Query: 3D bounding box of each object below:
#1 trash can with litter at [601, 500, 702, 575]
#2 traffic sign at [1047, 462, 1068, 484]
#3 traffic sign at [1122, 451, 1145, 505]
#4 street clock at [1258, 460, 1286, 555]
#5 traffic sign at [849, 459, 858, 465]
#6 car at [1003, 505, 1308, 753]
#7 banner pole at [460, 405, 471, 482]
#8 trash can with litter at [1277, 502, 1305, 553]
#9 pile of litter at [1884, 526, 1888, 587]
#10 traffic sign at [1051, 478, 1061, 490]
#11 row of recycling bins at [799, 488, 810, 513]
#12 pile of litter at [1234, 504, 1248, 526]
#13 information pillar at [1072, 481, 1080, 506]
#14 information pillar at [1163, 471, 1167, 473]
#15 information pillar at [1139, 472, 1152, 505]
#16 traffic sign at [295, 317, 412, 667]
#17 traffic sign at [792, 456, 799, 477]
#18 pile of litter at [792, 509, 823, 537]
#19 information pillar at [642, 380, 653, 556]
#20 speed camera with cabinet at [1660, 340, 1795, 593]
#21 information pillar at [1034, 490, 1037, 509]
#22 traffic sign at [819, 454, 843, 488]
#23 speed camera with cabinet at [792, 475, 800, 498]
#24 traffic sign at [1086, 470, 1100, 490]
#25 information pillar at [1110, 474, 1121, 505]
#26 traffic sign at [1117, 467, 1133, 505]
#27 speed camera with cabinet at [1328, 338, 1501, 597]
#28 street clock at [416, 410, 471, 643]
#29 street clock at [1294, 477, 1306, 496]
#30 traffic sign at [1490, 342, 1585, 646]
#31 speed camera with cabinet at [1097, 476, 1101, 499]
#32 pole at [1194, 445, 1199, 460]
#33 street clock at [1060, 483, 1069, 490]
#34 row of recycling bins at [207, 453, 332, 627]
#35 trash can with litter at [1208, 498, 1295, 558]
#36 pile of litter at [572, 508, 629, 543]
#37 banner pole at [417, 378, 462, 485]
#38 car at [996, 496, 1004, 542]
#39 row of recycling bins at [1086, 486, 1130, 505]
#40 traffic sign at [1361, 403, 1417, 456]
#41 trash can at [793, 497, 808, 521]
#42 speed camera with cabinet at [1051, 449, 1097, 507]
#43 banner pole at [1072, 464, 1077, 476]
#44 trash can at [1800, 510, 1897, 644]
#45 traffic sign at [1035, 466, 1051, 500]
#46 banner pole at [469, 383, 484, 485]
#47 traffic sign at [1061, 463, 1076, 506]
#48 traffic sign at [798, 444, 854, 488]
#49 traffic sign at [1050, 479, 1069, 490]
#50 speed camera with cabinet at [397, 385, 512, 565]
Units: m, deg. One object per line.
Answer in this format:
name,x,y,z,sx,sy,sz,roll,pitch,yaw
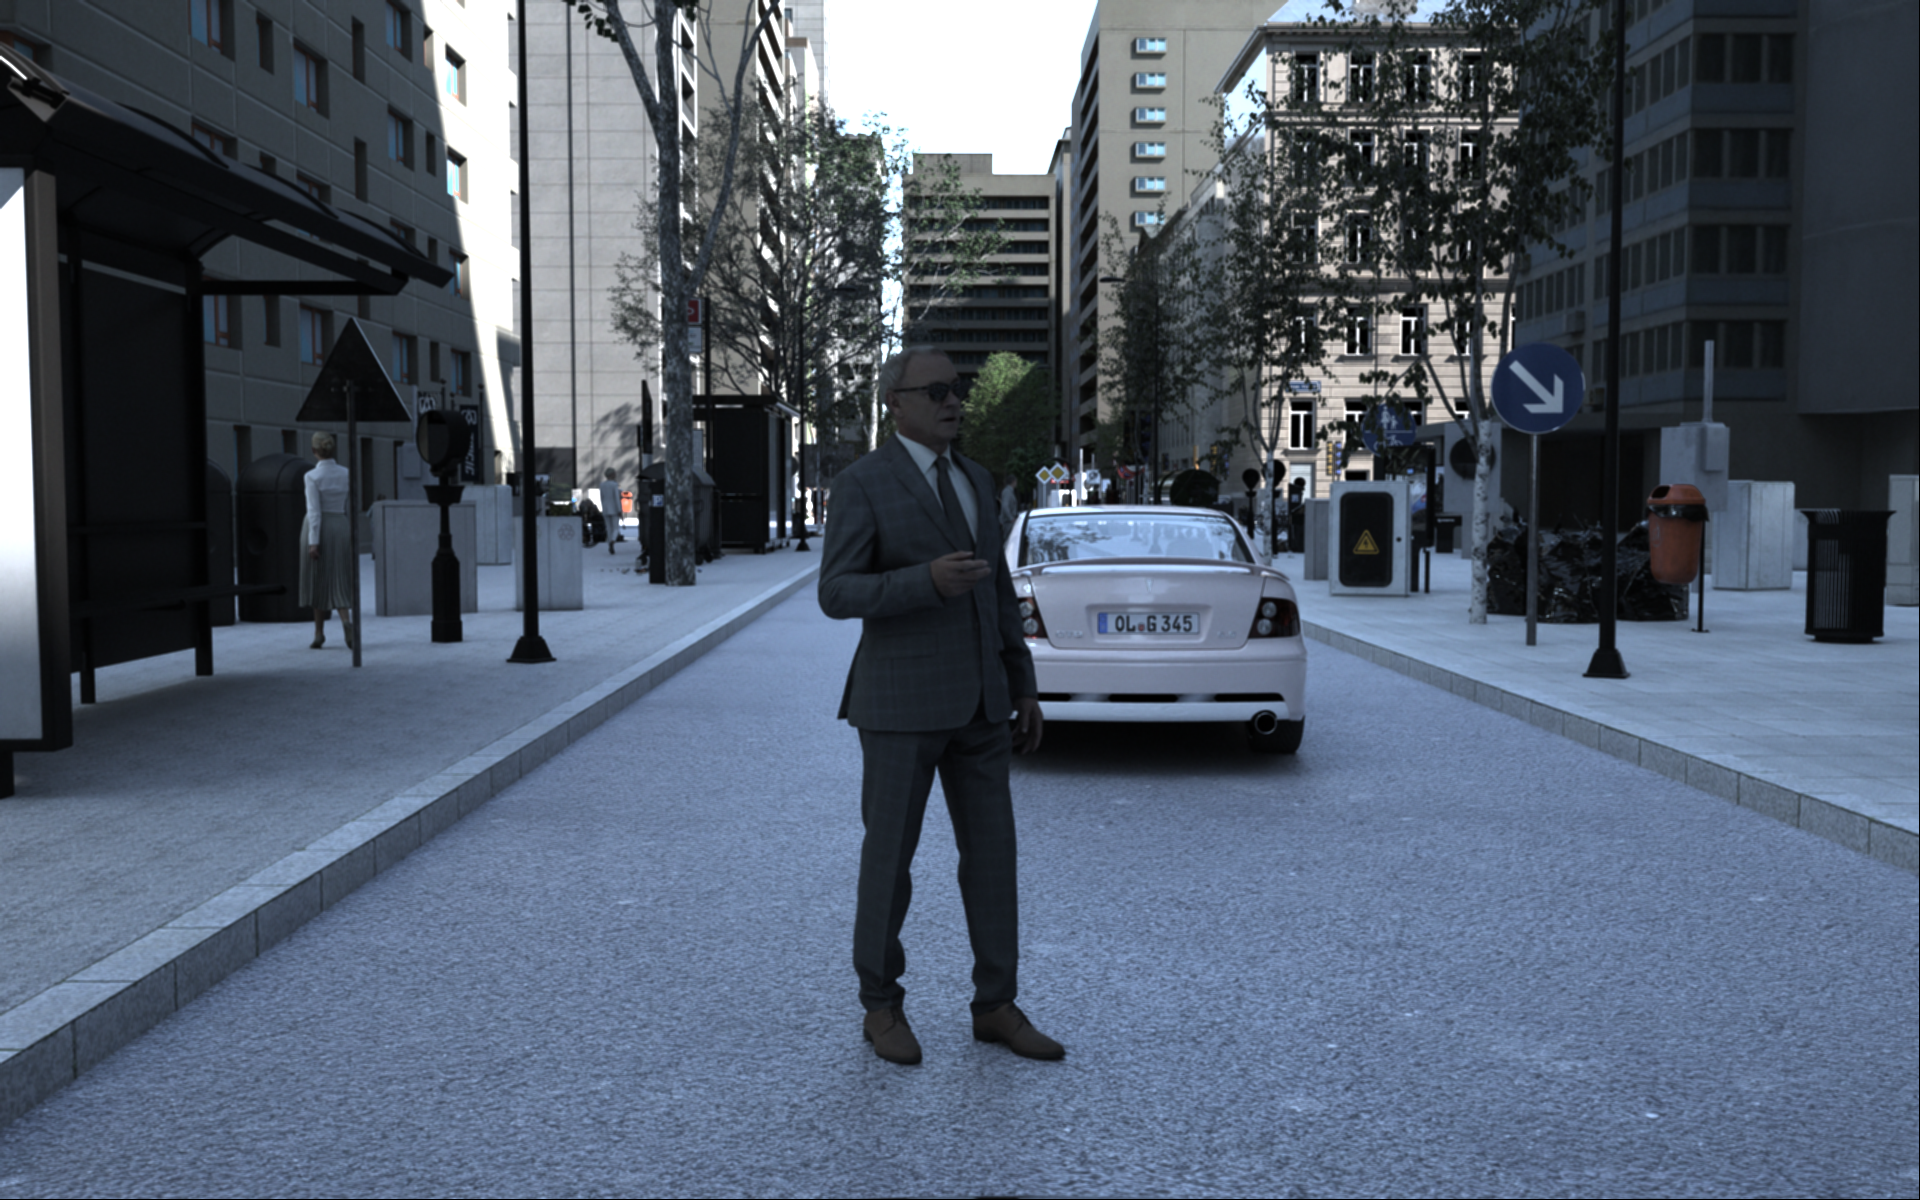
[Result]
trash can with litter,-5.043,-1.045,28.140,1.678,1.210,2.233,0,4,-8
traffic sign,3.572,-3.719,62.998,0.795,2.593,0.064,0,4,-1
traffic sign,4.847,-2.932,48.040,0.768,2.556,0.104,0,4,4
street clock,6.601,-1.954,36.520,0.471,2.002,0.358,0,4,-3
traffic sign,-3.730,-3.863,63.261,0.768,2.556,0.104,1,4,9
car,0.992,0.085,10.973,2.083,1.381,4.827,0,4,1
banner pole,-12.230,-3.219,42.654,0.863,3.779,0.401,-2,4,-29
trash can with litter,7.279,-1.625,37.954,1.055,1.170,0.624,2,4,25
pile of litter,13.195,-0.618,24.069,1.176,0.858,1.719,2,4,24
traffic sign,4.861,-5.236,85.720,0.768,2.556,0.104,0,4,3
row of recycling bins,-11.774,-6.847,119.055,3.534,1.692,1.069,-2,4,-27
pile of litter,11.405,-3.500,71.182,1.719,0.858,1.176,-3,4,-36
information pillar,5.437,-4.703,81.390,0.304,2.012,0.304,-3,5,-40
information pillar,6.624,-3.081,54.866,0.304,2.012,0.304,-2,4,-26
information pillar,6.097,-3.213,57.027,0.304,2.012,0.304,3,5,40
traffic sign,-4.478,-0.782,12.789,0.884,2.594,0.081,0,4,5
traffic sign,-5.551,-3.386,55.464,0.768,2.556,0.104,0,4,7
pile of litter,-4.778,-2.328,52.025,1.176,0.858,1.719,-2,4,-24
information pillar,-6.456,-2.718,35.790,0.183,3.616,0.504,0,4,6
speed camera with cabinet,10.165,-1.748,22.911,2.038,3.252,0.660,-2,4,-29
information pillar,4.707,-7.126,107.869,0.183,3.616,0.504,1,4,20
traffic sign,-4.138,-3.391,55.549,0.768,2.556,0.104,1,4,9
speed camera with cabinet,-9.366,-6.109,94.223,0.660,3.252,2.038,3,4,37
traffic sign,5.615,-4.339,73.072,0.606,2.300,0.079,1,4,9
information pillar,5.622,-3.556,62.626,0.304,2.012,0.304,2,4,26
traffic sign,5.873,-3.706,60.703,0.768,2.556,0.104,0,4,1
speed camera with cabinet,5.670,-1.666,21.583,2.038,3.252,0.660,1,4,17
street clock,-4.455,-0.637,14.979,0.471,2.002,0.358,3,4,37
street clock,14.661,-4.294,74.776,0.471,2.002,0.358,1,4,22
traffic sign,4.846,-0.887,14.615,0.768,2.556,0.104,1,4,9
speed camera with cabinet,5.862,-5.539,84.903,2.038,3.252,0.660,0,4,-3
pole,9.890,-4.818,72.619,0.158,3.312,0.155,0,3,0
street clock,5.584,-5.360,92.210,0.471,2.002,0.358,-1,4,-14
row of recycling bins,-7.888,-0.587,16.713,3.534,1.692,1.069,-3,4,-38
trash can with litter,5.615,-1.464,34.986,2.233,1.210,1.678,2,4,25
pile of litter,-9.762,-1.983,46.393,1.719,0.858,1.176,0,4,-7
banner pole,-11.331,-2.897,37.375,0.863,3.779,0.401,-3,5,-44
car,0.279,-1.896,40.778,2.009,1.686,4.222,0,4,-2
row of recycling bins,8.852,-5.499,97.024,3.534,1.692,1.069,0,4,-1
traffic sign,5.981,-1.477,24.249,0.768,2.556,0.104,0,4,4
trash can,-7.564,-4.318,82.257,0.748,1.137,0.748,0,3,0
speed camera with cabinet,4.873,-4.943,75.152,2.038,3.252,0.660,-3,5,-39
banner pole,9.480,-9.398,143.670,0.401,3.779,0.863,-2,4,-26
trash can,7.678,-0.206,15.015,0.748,1.137,0.748,0,3,0
traffic sign,3.483,-4.207,70.982,0.795,2.593,0.064,0,4,-1
banner pole,-10.750,-2.997,39.016,0.401,3.779,0.863,-1,4,-17
traffic sign,4.346,-4.382,71.642,0.884,2.594,0.081,0,4,1
traffic sign,-5.397,-4.653,69.949,2.265,3.308,0.079,0,4,2
traffic sign,4.790,-5.095,83.303,0.884,2.594,0.081,0,4,6
speed camera with cabinet,-9.190,-2.274,31.509,2.038,3.252,0.660,1,4,15
